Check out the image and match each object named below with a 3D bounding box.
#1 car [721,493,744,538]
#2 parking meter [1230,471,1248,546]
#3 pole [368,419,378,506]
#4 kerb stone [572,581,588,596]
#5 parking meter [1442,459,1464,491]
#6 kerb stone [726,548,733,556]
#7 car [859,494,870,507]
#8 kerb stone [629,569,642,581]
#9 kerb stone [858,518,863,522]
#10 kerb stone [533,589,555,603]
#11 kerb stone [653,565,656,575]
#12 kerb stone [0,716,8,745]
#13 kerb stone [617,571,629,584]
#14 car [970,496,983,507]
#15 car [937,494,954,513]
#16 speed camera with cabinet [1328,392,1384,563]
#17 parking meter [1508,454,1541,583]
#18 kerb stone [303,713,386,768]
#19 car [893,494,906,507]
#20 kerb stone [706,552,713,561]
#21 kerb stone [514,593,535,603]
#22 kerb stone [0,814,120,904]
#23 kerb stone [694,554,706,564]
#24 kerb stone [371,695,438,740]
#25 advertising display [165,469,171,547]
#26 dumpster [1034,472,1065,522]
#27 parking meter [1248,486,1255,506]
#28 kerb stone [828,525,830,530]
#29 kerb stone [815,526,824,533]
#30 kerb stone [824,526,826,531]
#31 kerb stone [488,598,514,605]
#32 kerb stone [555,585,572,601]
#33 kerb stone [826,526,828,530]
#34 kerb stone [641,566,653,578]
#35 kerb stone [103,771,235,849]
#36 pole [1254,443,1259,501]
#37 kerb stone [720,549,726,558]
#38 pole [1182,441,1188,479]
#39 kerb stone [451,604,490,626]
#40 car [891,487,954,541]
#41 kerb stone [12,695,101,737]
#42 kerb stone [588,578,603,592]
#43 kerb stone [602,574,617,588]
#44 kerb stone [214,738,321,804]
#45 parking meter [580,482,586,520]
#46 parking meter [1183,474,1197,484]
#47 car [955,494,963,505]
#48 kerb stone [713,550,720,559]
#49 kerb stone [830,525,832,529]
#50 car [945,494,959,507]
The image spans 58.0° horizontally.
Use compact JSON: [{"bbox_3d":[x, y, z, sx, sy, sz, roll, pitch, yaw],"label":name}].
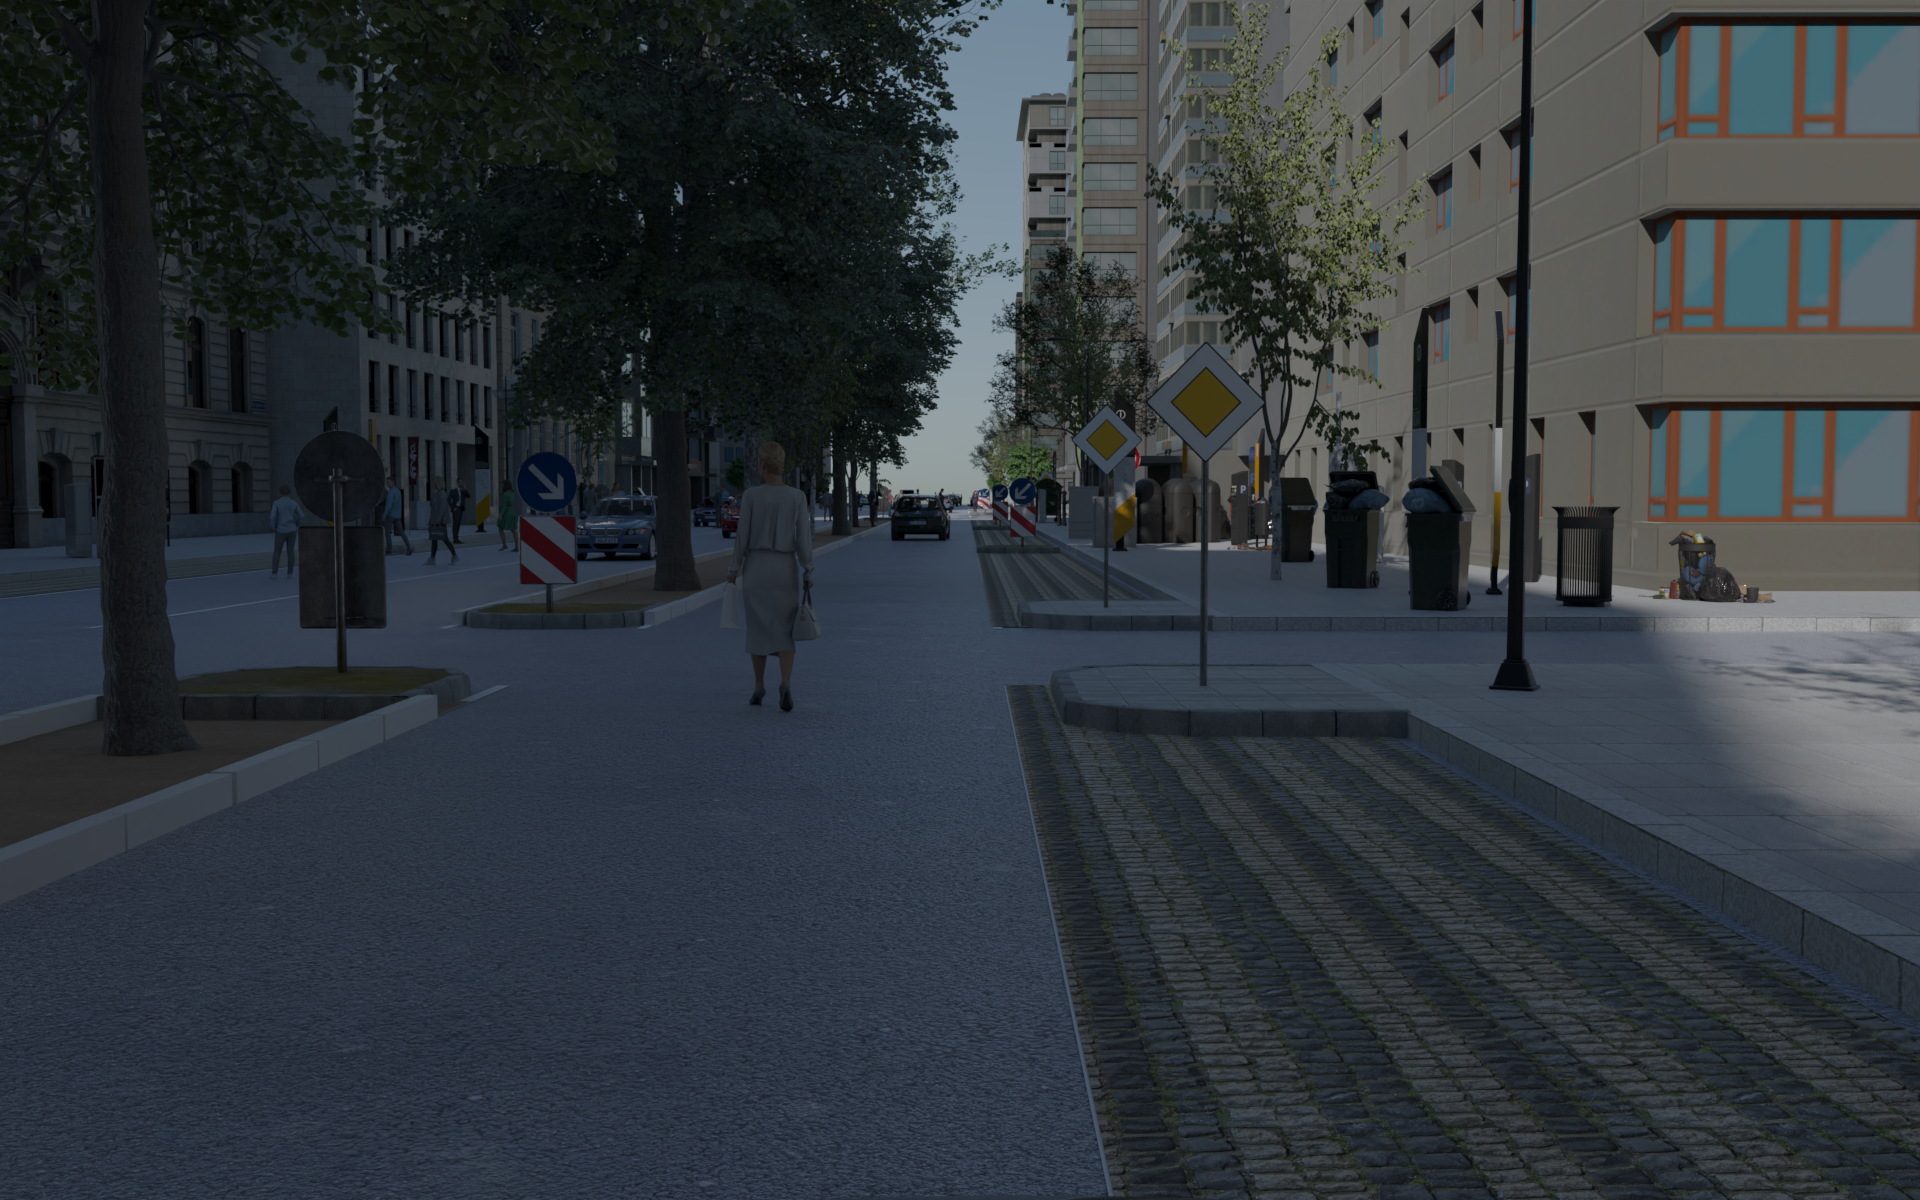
[{"bbox_3d":[-6.802,-2.979,57.746,2.155,1.783,4.494,0,4,2],"label":"car"},{"bbox_3d":[6.948,-2.286,43.090,0.399,1.863,0.255,-2,4,-30],"label":"parking meter"},{"bbox_3d":[-15.960,-3.259,47.131,0.158,3.312,0.155,0,3,0],"label":"pole"},{"bbox_3d":[-5.466,-0.136,24.480,0.120,0.150,1.000,0,4,0],"label":"kerb stone"},{"bbox_3d":[8.381,-1.454,29.483,0.255,1.863,0.399,3,5,42],"label":"parking meter"},{"bbox_3d":[-5.417,-1.079,39.845,0.120,0.150,1.000,0,4,0],"label":"kerb stone"},{"bbox_3d":[-10.009,-10.775,187.967,2.131,1.459,4.920,0,4,1],"label":"car"},{"bbox_3d":[-5.446,-0.389,28.583,0.120,0.150,1.000,0,4,0],"label":"kerb stone"},{"bbox_3d":[-5.273,-4.338,93.125,0.120,0.150,1.000,0,4,0],"label":"kerb stone"},{"bbox_3d":[-5.463,-0.013,22.430,0.120,0.150,1.000,0,4,0],"label":"kerb stone"},{"bbox_3d":[-5.441,-0.516,30.632,0.120,0.150,1.000,0,4,0],"label":"kerb stone"},{"bbox_3d":[-5.493,0.776,9.559,0.120,0.150,1.000,0,4,0],"label":"kerb stone"},{"bbox_3d":[-5.461,-0.328,27.555,0.120,0.150,1.000,0,4,0],"label":"kerb stone"},{"bbox_3d":[2.044,-11.440,196.829,2.009,1.686,4.222,0,4,2],"label":"car"},{"bbox_3d":[-1.463,-7.379,132.649,2.014,1.417,4.499,0,4,1],"label":"car"},{"bbox_3d":[7.526,-2.358,32.892,0.660,3.252,2.038,0,4,-1],"label":"speed camera with cabinet"},{"bbox_3d":[8.212,-1.193,25.223,0.399,1.863,0.255,3,4,37],"label":"parking meter"},{"bbox_3d":[-3.402,0.775,9.532,0.120,0.150,1.000,0,4,0],"label":"kerb stone"},{"bbox_3d":[-6.684,-11.351,195.380,2.009,1.686,4.222,0,4,-1],"label":"car"},{"bbox_3d":[-5.432,-0.892,36.779,0.120,0.150,1.000,0,4,0],"label":"kerb stone"},{"bbox_3d":[-5.473,0.049,21.398,0.120,0.150,1.000,0,4,0],"label":"kerb stone"},{"bbox_3d":[-3.409,0.963,6.444,0.120,0.150,1.000,0,4,0],"label":"kerb stone"},{"bbox_3d":[-5.433,-0.829,35.755,0.120,0.150,1.000,0,4,0],"label":"kerb stone"},{"bbox_3d":[-3.400,0.711,10.566,0.120,0.150,1.000,0,4,0],"label":"kerb stone"},{"bbox_3d":[-19.726,-2.256,42.094,0.974,1.923,0.123,-2,4,-32],"label":"advertising display"},{"bbox_3d":[3.952,-4.641,78.372,1.502,2.255,1.985,0,4,0],"label":"dumpster"},{"bbox_3d":[8.809,-2.717,52.829,0.372,1.533,0.369,0,3,0],"label":"parking meter"},{"bbox_3d":[-5.342,-2.835,68.547,0.120,0.150,1.000,0,4,0],"label":"kerb stone"},{"bbox_3d":[-5.347,-2.647,65.467,0.120,0.150,1.000,0,4,0],"label":"kerb stone"},{"bbox_3d":[-5.346,-2.707,66.495,0.120,0.150,1.000,0,4,0],"label":"kerb stone"},{"bbox_3d":[-5.468,0.111,20.376,0.120,0.150,1.000,0,4,0],"label":"kerb stone"},{"bbox_3d":[-5.463,-0.073,23.458,0.120,0.150,1.000,0,4,0],"label":"kerb stone"},{"bbox_3d":[-5.340,-2.771,67.525,0.120,0.150,1.000,0,4,0],"label":"kerb stone"},{"bbox_3d":[-5.446,-0.452,29.610,0.120,0.150,1.000,0,4,0],"label":"kerb stone"},{"bbox_3d":[-3.411,0.904,7.473,0.120,0.150,1.000,0,4,0],"label":"kerb stone"},{"bbox_3d":[11.884,-4.621,69.396,0.158,3.312,0.155,0,3,0],"label":"pole"},{"bbox_3d":[-5.425,-1.004,38.824,0.120,0.150,1.000,0,4,0],"label":"kerb stone"},{"bbox_3d":[7.962,-4.127,61.313,0.158,3.312,0.155,0,3,0],"label":"pole"},{"bbox_3d":[-5.473,0.174,19.345,0.120,0.150,1.000,0,4,0],"label":"kerb stone"},{"bbox_3d":[-1.217,-2.741,54.598,2.009,1.686,4.222,0,4,2],"label":"car"},{"bbox_3d":[-5.505,0.711,10.581,0.120,0.150,1.000,0,4,0],"label":"kerb stone"},{"bbox_3d":[-5.461,-0.202,25.502,0.120,0.150,1.000,0,4,0],"label":"kerb stone"},{"bbox_3d":[-5.449,-0.263,26.524,0.120,0.150,1.000,0,4,0],"label":"kerb stone"},{"bbox_3d":[-3.400,0.837,8.504,0.120,0.150,1.000,0,4,0],"label":"kerb stone"},{"bbox_3d":[-18.710,-4.929,86.306,0.399,1.863,0.255,-2,4,-34],"label":"parking meter"},{"bbox_3d":[6.545,-2.667,49.317,0.255,1.863,0.399,-2,4,-31],"label":"parking meter"},{"bbox_3d":[-0.693,-12.631,218.316,2.131,1.459,4.920,0,4,-1],"label":"car"},{"bbox_3d":[-5.425,-0.954,37.801,0.120,0.150,1.000,0,4,0],"label":"kerb stone"},{"bbox_3d":[-5.328,-2.897,69.569,0.120,0.150,1.000,0,4,0],"label":"kerb stone"},{"bbox_3d":[-1.112,-11.487,199.612,2.131,1.459,4.920,0,4,-2],"label":"car"}]
